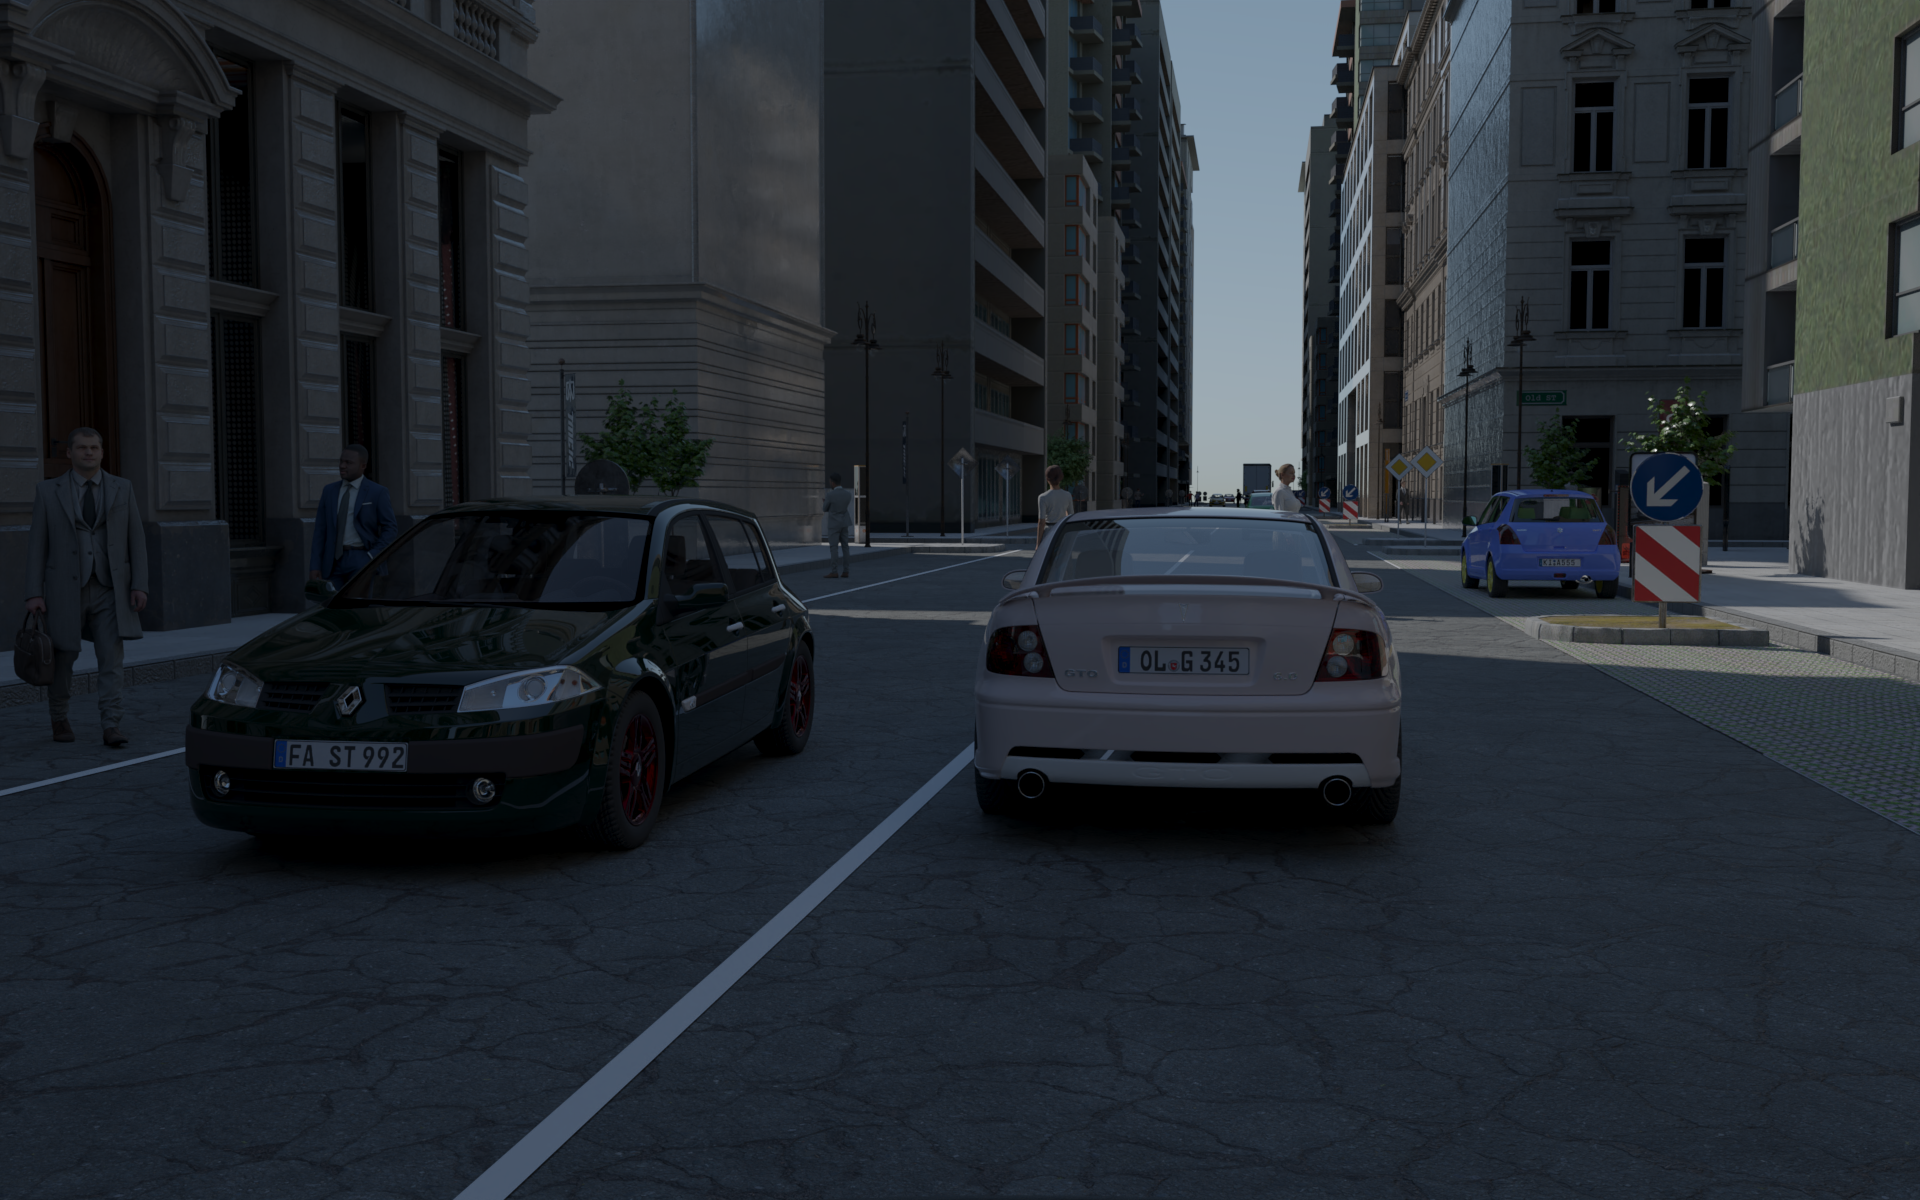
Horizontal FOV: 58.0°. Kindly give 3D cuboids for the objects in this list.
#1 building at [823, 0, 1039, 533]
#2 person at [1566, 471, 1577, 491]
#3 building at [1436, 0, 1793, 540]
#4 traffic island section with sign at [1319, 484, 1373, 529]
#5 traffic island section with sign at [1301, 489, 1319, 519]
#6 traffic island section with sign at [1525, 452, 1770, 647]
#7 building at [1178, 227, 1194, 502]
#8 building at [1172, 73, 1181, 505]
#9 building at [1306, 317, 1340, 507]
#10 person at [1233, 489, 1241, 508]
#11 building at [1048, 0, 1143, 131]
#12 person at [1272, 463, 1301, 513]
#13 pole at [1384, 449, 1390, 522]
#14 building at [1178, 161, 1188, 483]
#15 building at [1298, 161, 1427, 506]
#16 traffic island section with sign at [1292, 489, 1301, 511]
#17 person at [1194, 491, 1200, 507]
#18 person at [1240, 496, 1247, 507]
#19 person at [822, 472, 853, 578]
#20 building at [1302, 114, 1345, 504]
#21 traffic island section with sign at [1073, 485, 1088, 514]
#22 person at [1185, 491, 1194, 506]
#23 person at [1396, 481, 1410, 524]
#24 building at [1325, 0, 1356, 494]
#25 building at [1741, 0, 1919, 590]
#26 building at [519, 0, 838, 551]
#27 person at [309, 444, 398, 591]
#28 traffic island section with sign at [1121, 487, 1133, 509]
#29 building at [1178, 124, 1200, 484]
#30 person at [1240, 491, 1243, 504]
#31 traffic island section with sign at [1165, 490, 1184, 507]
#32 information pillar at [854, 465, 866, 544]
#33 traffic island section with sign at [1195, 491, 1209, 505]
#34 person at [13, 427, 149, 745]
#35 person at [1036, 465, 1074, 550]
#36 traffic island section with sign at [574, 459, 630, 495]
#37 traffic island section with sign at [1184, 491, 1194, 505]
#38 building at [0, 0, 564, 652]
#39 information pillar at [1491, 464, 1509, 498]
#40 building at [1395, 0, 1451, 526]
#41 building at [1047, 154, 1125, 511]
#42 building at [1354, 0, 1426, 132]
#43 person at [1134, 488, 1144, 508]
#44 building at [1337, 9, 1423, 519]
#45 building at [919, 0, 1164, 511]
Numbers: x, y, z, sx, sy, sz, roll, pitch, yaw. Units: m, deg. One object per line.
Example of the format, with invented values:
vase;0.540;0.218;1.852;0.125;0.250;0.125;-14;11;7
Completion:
building;-8.395;-27.118;67.074;21.300;48.544;21.600;1;4;10
person;14.085;-2.071;40.109;0.606;1.804;0.583;0;4;-8
building;37.818;-16.885;52.492;44.131;29.872;17.030;1;4;10
traffic island section with sign;16.047;-3.868;71.868;1.989;1.847;2.006;1;4;10
traffic island section with sign;20.576;-5.493;98.442;1.989;1.847;2.006;1;4;10
traffic island section with sign;6.741;-0.527;17.250;1.989;1.847;2.006;1;4;10
building;29.383;-38.026;271.834;14.600;45.320;14.200;1;4;10
building;12.675;-34.529;188.253;21.300;48.544;21.600;1;4;10
building;50.920;-20.568;181.333;27.650;21.520;28.899;1;4;10
person;22.191;-7.965;138.357;0.705;1.869;1.348;-1;4;-12
building;3.202;-29.760;141.203;22.147;44.769;28.867;1;4;10
person;3.848;-0.738;20.789;0.641;1.798;0.478;3;5;43
pole;19.293;-5.161;78.233;0.158;3.312;0.155;0;3;0
building;17.964;-34.832;224.122;22.147;44.769;28.867;1;4;10
building;66.105;-41.254;263.744;28.713;52.752;27.495;1;4;10
traffic island section with sign;29.037;-8.530;148.089;1.989;1.847;2.006;1;4;10
person;21.877;-9.227;160.300;0.436;1.711;0.756;-2;4;-30
person;25.458;-8.825;155.981;0.799;1.438;0.628;-3;5;-42
person;-2.132;-1.286;29.712;0.466;1.800;0.511;3;4;38
building;54.010;-36.230;216.058;21.300;48.544;21.600;1;4;10
traffic island section with sign;5.123;-3.957;73.329;1.989;1.847;2.006;1;4;10
person;26.677;-11.741;200.399;1.348;1.831;0.705;0;4;-2
person;18.799;-4.127;73.301;0.659;1.850;0.755;-1;4;-8
building;43.924;-30.447;152.435;22.147;44.769;28.867;1;4;10
building;20.724;-21.034;27.505;14.154;41.232;14.086;1;4;10
building;-13.911;-12.446;39.643;21.152;22.565;11.583;1;4;10
person;-4.575;-0.260;12.941;0.721;1.800;0.419;0;4;-3
traffic island section with sign;9.721;-5.609;100.331;1.989;1.847;2.006;1;4;10
building;19.853;-40.543;252.118;28.713;52.752;27.495;1;4;10
person;38.193;-13.924;236.245;1.348;1.812;0.705;1;4;22
traffic island section with sign;18.099;-8.617;149.507;1.989;1.847;2.006;1;4;10
information pillar;-2.526;-2.453;44.600;0.304;2.012;0.304;-2;4;-25
traffic island section with sign;32.035;-13.620;231.309;1.989;1.847;2.006;1;4;10
person;-5.005;-0.079;9.889;0.694;1.812;0.767;-2;4;-35
person;1.048;-0.640;19.530;0.480;1.755;0.524;-2;4;-26
traffic island section with sign;-4.122;-0.641;19.104;1.989;1.847;2.006;1;4;10
traffic island section with sign;22.650;-10.250;176.209;1.989;1.847;2.006;1;4;10
building;-12.254;-11.418;15.558;11.050;23.489;19.941;1;4;10
information pillar;13.074;-2.294;42.004;0.304;2.012;0.304;-3;5;-42
building;26.319;-17.043;75.912;12.463;27.353;25.104;1;4;10
building;-4.971;-15.893;104.889;27.650;21.520;28.899;1;4;10
building;36.998;-27.420;131.915;14.154;41.232;14.086;1;4;10
person;14.019;-7.902;135.772;0.617;1.759;0.750;2;4;31
building;33.591;-18.360;104.701;19.350;26.468;34.151;1;4;10
building;8.871;-33.182;166.227;21.300;48.544;21.600;1;4;10
